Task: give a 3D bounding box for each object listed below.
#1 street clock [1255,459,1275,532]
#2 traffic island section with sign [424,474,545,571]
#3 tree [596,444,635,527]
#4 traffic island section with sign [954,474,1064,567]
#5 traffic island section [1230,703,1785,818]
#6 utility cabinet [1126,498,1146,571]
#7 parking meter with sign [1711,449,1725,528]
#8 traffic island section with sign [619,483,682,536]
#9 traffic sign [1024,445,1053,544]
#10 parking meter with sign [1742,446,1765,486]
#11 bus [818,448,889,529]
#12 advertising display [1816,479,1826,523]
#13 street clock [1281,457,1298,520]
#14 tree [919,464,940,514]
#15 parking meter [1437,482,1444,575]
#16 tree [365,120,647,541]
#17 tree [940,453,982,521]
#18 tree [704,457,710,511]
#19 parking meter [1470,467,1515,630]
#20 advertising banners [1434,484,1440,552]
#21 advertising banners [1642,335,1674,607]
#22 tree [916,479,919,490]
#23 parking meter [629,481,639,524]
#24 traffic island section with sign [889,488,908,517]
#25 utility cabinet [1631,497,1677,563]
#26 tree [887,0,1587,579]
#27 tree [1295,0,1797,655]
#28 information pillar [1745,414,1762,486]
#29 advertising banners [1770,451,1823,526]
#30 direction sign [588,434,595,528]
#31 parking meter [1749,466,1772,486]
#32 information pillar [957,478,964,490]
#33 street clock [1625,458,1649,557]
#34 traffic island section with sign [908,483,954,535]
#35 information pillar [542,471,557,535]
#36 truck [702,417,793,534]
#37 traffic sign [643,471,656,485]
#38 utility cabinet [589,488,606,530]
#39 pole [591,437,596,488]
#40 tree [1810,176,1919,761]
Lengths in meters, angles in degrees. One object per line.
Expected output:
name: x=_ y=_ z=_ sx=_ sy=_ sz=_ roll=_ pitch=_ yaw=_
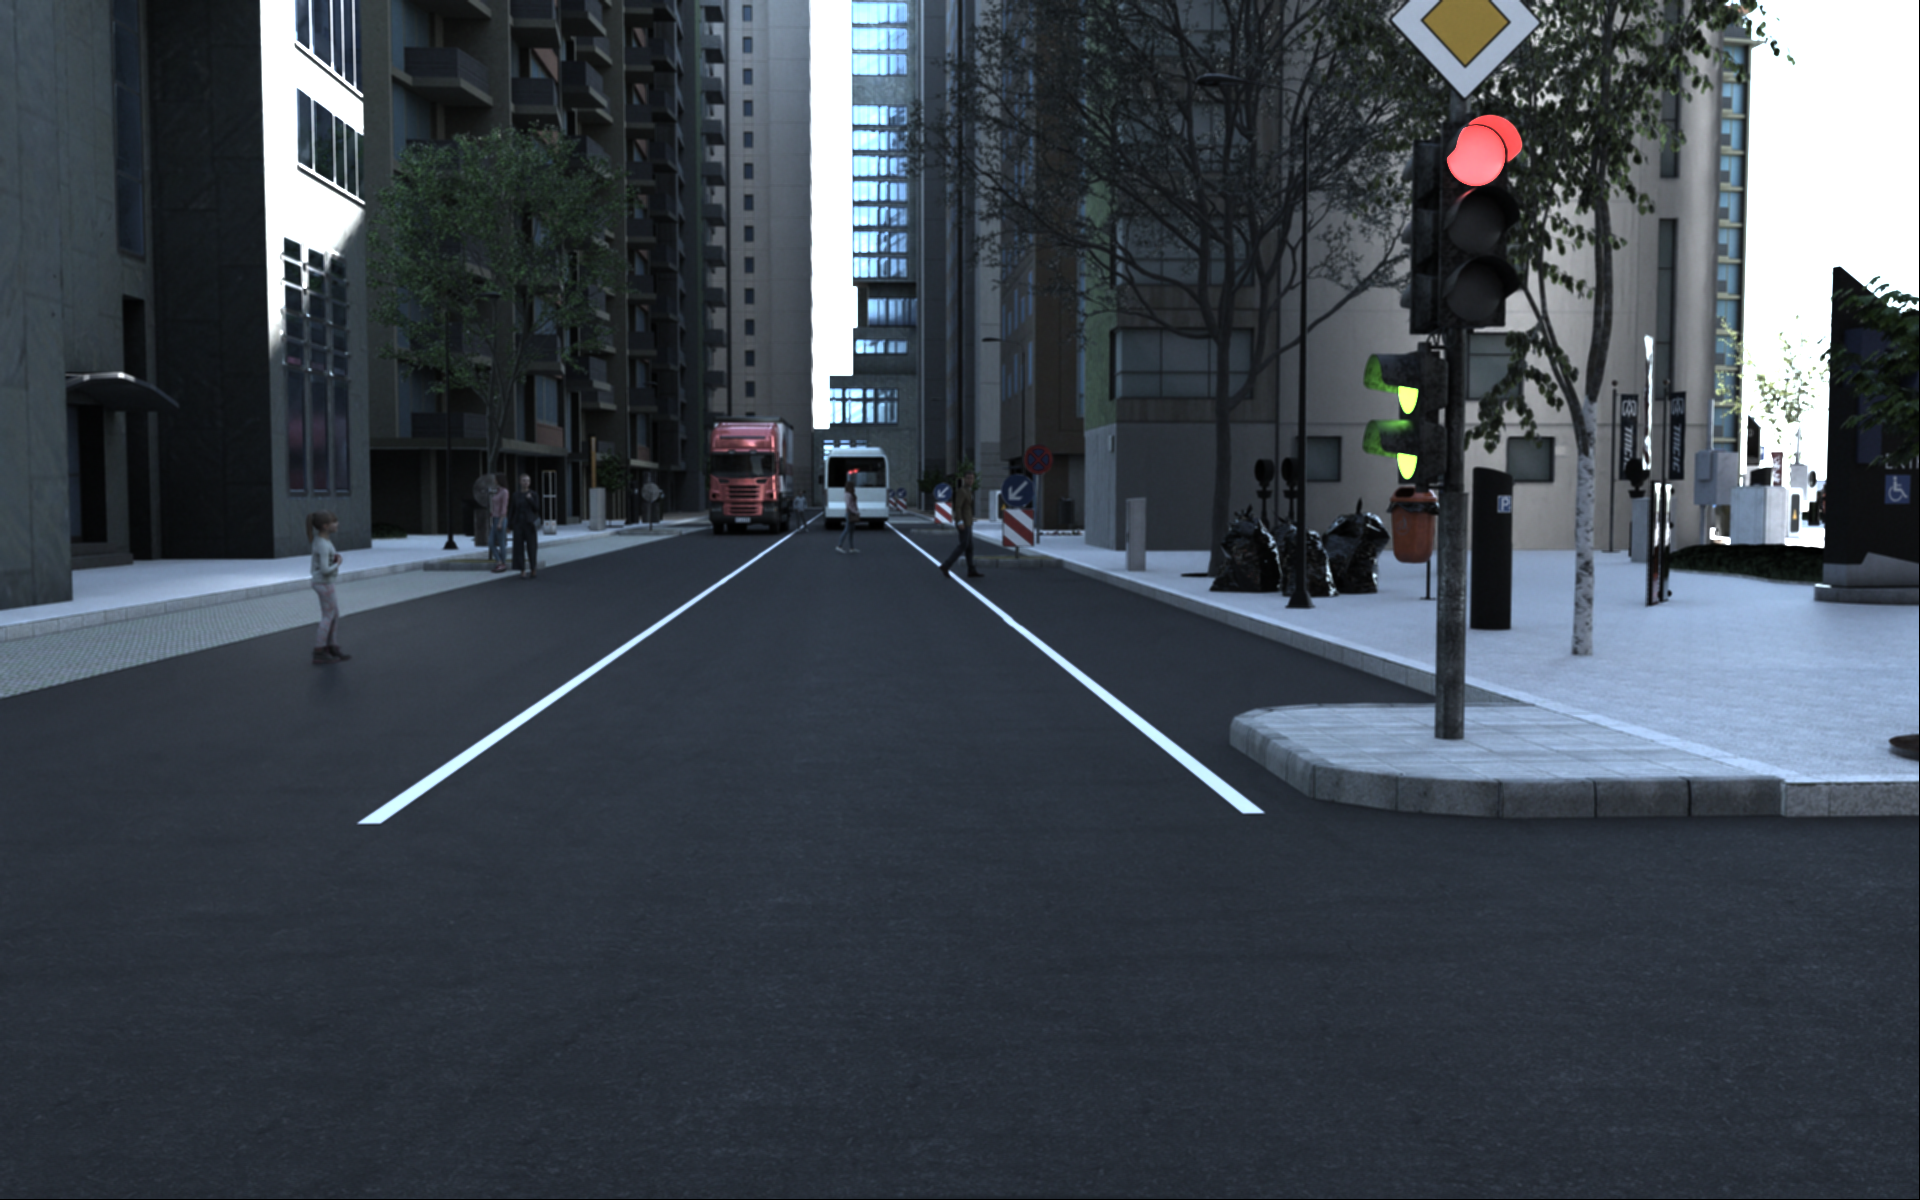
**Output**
street clock: x=6.309 y=-1.917 z=35.917 sx=0.358 sy=2.002 sz=0.471 roll=-1 pitch=4 yaw=-17
traffic island section with sign: x=-9.007 y=-1.493 z=33.039 sx=1.989 sy=1.847 sz=2.006 roll=0 pitch=4 yaw=-4
tree: x=-13.404 y=-4.423 z=66.918 sx=1.663 sy=3.219 sz=1.824 roll=0 pitch=3 yaw=0
traffic island section with sign: x=0.981 y=-1.599 z=34.766 sx=1.989 sy=1.847 sz=2.006 roll=0 pitch=4 yaw=-4
traffic island section: x=2.597 y=0.805 z=9.117 sx=2.009 sy=0.180 sz=2.903 roll=0 pitch=4 yaw=-4
utility cabinet: x=2.962 y=-1.108 z=29.275 sx=0.306 sy=1.237 sz=1.020 roll=0 pitch=4 yaw=3
parking meter with sign: x=28.751 y=-4.261 z=65.931 sx=0.543 sy=3.016 sz=1.738 roll=2 pitch=4 yaw=27
traffic island section with sign: x=-10.749 y=-3.160 z=60.299 sx=1.989 sy=1.847 sz=2.006 roll=0 pitch=4 yaw=-4
traffic sign: x=2.017 y=-2.728 z=44.705 sx=0.768 sy=2.556 sz=0.104 roll=0 pitch=4 yaw=-2
parking meter with sign: x=28.869 y=-4.098 z=63.261 sx=0.543 sy=3.016 sz=1.738 roll=1 pitch=4 yaw=12
bus: x=-4.641 y=-4.903 z=75.031 sx=2.948 sy=3.499 sz=13.247 roll=0 pitch=4 yaw=-5
advertising display: x=38.120 y=-4.341 z=76.186 sx=0.974 sy=1.923 sz=0.123 roll=1 pitch=4 yaw=23
street clock: x=6.562 y=-1.818 z=34.289 sx=0.358 sy=2.002 sz=0.471 roll=-1 pitch=4 yaw=-18
tree: x=-1.525 y=-7.188 z=112.125 sx=1.663 sy=3.219 sz=1.824 roll=0 pitch=3 yaw=0
parking meter: x=7.756 y=-1.162 z=27.416 sx=0.372 sy=1.533 sz=0.369 roll=0 pitch=3 yaw=0
tree: x=-12.741 y=-7.449 z=47.544 sx=9.928 sy=11.665 sz=9.643 roll=0 pitch=3 yaw=0
tree: x=0.181 y=-5.355 z=82.149 sx=1.663 sy=3.219 sz=1.824 roll=0 pitch=3 yaw=0
tree: x=-18.778 y=-9.085 z=132.248 sx=4.285 sy=4.588 sz=4.351 roll=0 pitch=3 yaw=0
parking meter: x=5.059 y=-0.493 z=16.476 sx=0.372 sy=1.533 sz=0.369 roll=0 pitch=3 yaw=0
advertising banners: x=10.474 y=-2.530 z=37.548 sx=0.090 sy=3.025 sz=2.074 roll=0 pitch=4 yaw=-2
advertising banners: x=8.047 y=-1.456 z=20.000 sx=0.090 sy=3.025 sz=2.074 roll=2 pitch=4 yaw=31
tree: x=-2.350 y=-7.664 z=119.914 sx=1.663 sy=3.219 sz=1.824 roll=0 pitch=3 yaw=0
parking meter: x=-14.125 y=-4.242 z=75.061 sx=0.255 sy=1.863 sz=0.399 roll=2 pitch=4 yaw=32
traffic island section with sign: x=-3.870 y=-6.244 z=110.711 sx=1.989 sy=1.847 sz=2.006 roll=0 pitch=4 yaw=-4
utility cabinet: x=12.900 y=-1.289 z=32.237 sx=0.306 sy=1.237 sz=1.020 roll=-1 pitch=4 yaw=-11
tree: x=4.158 y=-7.098 z=26.427 sx=12.009 sy=13.543 sz=11.850 roll=0 pitch=3 yaw=0
tree: x=4.763 y=-3.874 z=13.698 sx=4.360 sy=8.622 sz=3.978 roll=0 pitch=3 yaw=0
information pillar: x=23.056 y=-3.611 z=50.389 sx=0.183 sy=3.616 sz=0.504 roll=-1 pitch=4 yaw=-22
advertising banners: x=33.913 y=-4.530 z=70.261 sx=2.074 sy=3.025 sz=0.090 roll=1 pitch=4 yaw=10
direction sign: x=-13.840 y=-4.477 z=65.193 sx=0.379 sy=3.537 sz=0.876 roll=-2 pitch=4 yaw=-26
parking meter: x=17.048 y=-1.909 z=36.917 sx=0.255 sy=1.863 sz=0.399 roll=-2 pitch=4 yaw=-27
information pillar: x=0.011 y=-4.557 z=79.003 sx=0.304 sy=2.012 sz=0.304 roll=1 pitch=4 yaw=9
street clock: x=13.773 y=-1.877 z=35.254 sx=0.358 sy=2.002 sz=0.471 roll=-1 pitch=4 yaw=-22
traffic island section with sign: x=-0.749 y=-3.247 z=61.720 sx=1.989 sy=1.847 sz=2.006 roll=0 pitch=4 yaw=-4
information pillar: x=-12.924 y=-3.060 z=54.530 sx=0.304 sy=2.012 sz=0.304 roll=1 pitch=4 yaw=21
truck: x=-7.766 y=-4.652 z=64.977 sx=2.839 sy=4.237 sz=11.283 roll=0 pitch=4 yaw=-3
traffic sign: x=-13.935 y=-4.627 z=77.774 sx=0.606 sy=2.300 sz=0.079 roll=0 pitch=4 yaw=1
utility cabinet: x=-12.690 y=-3.176 z=60.602 sx=0.318 sy=1.500 sz=1.173 roll=0 pitch=4 yaw=2
pole: x=-13.045 y=-4.152 z=61.728 sx=0.158 sy=3.312 sz=0.155 roll=0 pitch=3 yaw=0
tree: x=4.998 y=-0.845 z=8.412 sx=1.663 sy=3.219 sz=1.824 roll=0 pitch=3 yaw=0
